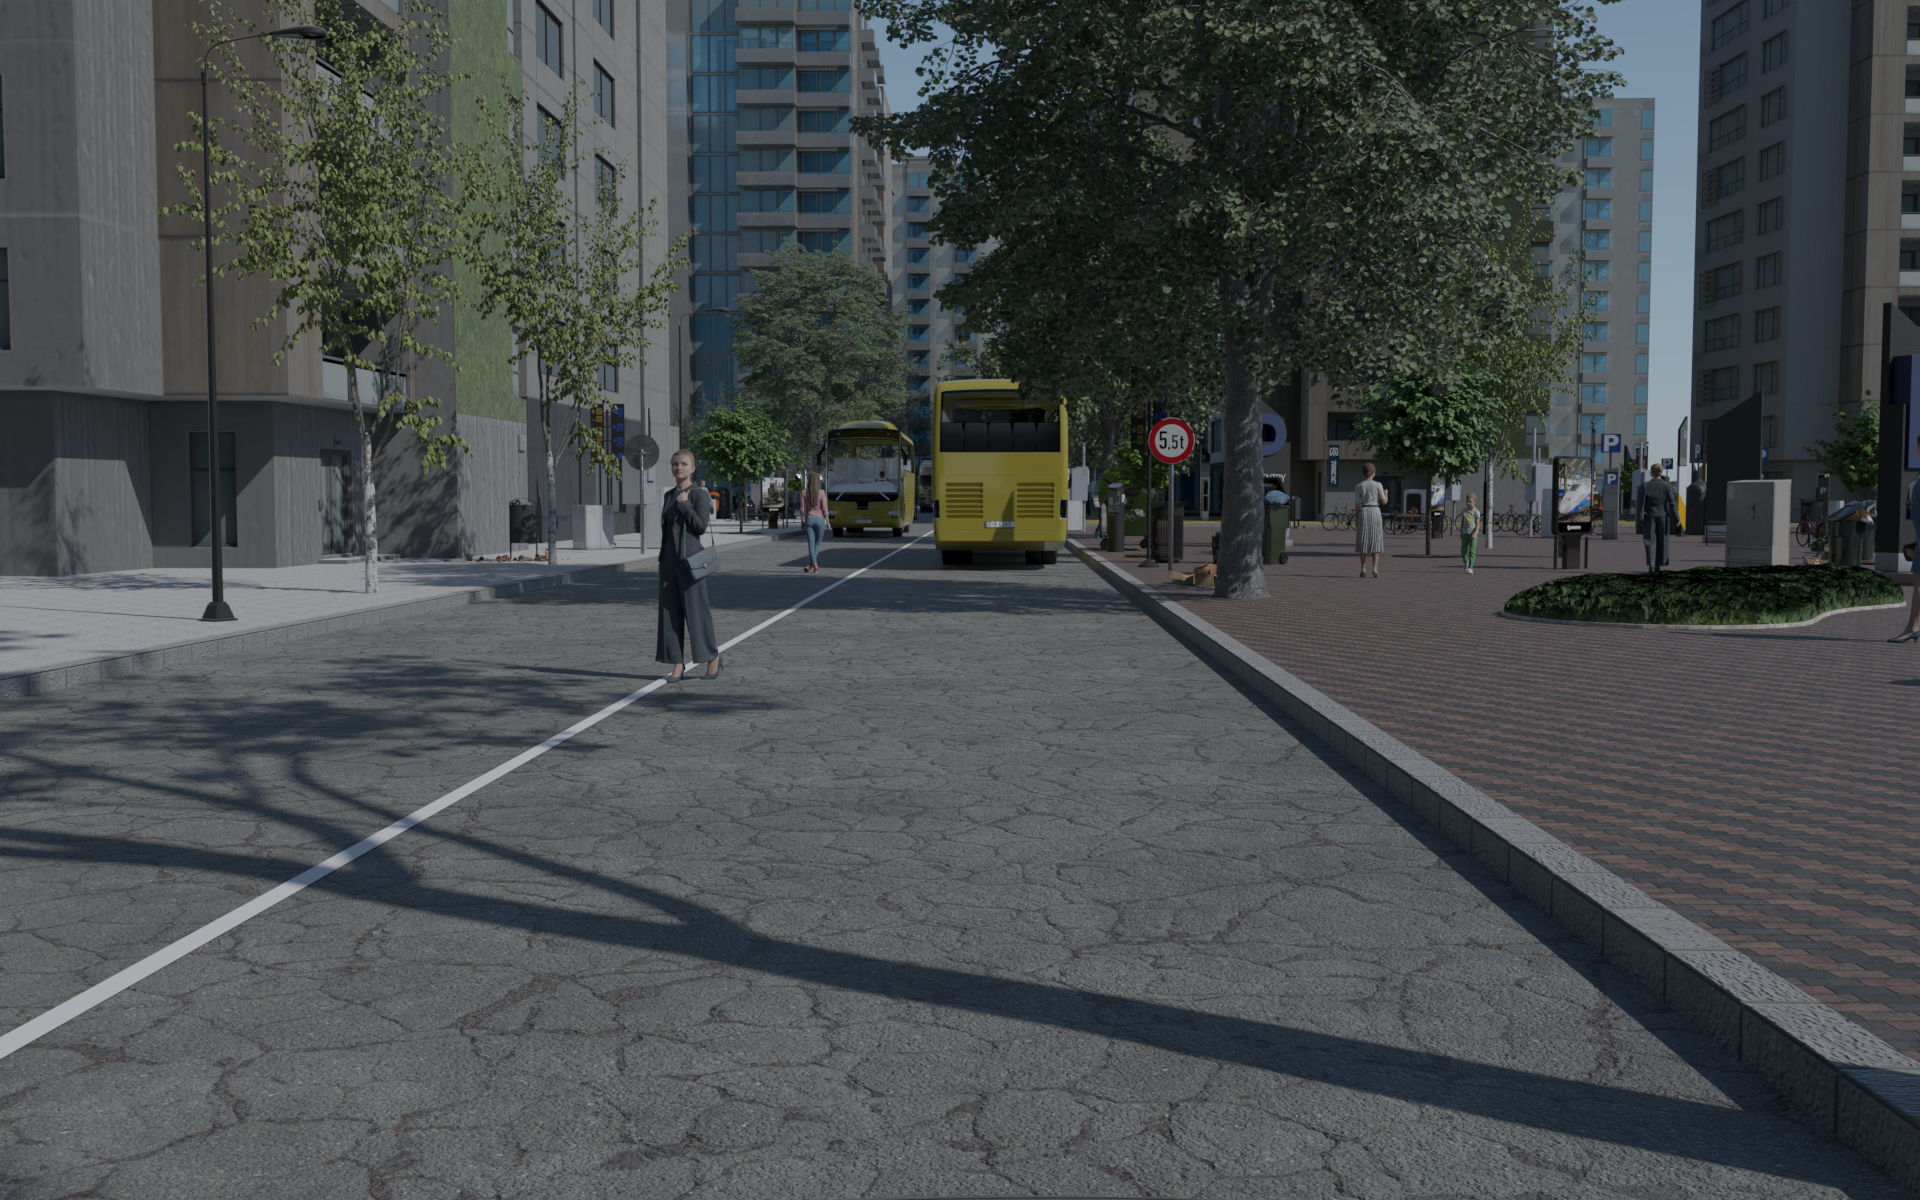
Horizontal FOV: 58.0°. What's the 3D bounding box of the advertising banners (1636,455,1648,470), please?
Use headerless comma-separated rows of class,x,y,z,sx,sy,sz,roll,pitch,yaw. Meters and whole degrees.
advertising banners,31.514,-5.013,78.158,2.074,3.025,0.090,3,5,43

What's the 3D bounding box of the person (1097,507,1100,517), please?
person,7.772,-5.567,96.834,0.659,1.850,0.755,2,4,34

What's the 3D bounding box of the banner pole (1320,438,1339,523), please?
banner pole,16.577,-5.356,77.593,0.863,3.779,0.401,0,4,8

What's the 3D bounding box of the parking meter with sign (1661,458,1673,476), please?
parking meter with sign,33.790,-5.335,83.492,0.543,3.016,1.738,3,5,40

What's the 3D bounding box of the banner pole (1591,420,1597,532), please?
banner pole,21.416,-4.197,58.630,0.401,3.779,0.863,1,4,12

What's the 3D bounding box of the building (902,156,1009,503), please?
building,-5.466,-38.431,247.951,30.456,49.044,23.786,0,4,1

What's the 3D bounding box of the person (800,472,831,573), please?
person,-2.628,-1.405,31.480,0.555,1.821,0.388,-1,4,-11

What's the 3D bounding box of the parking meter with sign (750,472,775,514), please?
parking meter with sign,-11.363,-6.147,96.760,1.738,3.016,0.543,-1,4,-10

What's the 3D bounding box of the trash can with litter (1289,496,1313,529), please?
trash can with litter,12.377,-3.287,64.802,1.678,1.210,2.233,2,4,28

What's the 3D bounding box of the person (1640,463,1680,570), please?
person,11.128,-1.293,27.599,0.576,1.772,0.534,0,4,-2

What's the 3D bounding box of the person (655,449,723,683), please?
person,-2.109,-0.268,13.298,0.576,1.772,0.534,1,4,16

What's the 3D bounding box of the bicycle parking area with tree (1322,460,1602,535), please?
bicycle parking area with tree,16.458,-4.294,57.212,9.016,4.147,8.231,1,4,14

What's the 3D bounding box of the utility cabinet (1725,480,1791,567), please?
utility cabinet,12.502,-1.132,27.184,0.318,1.500,1.173,-1,4,-10

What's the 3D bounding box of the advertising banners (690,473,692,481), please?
advertising banners,-22.464,-9.138,145.598,0.090,3.025,2.074,-1,4,-19

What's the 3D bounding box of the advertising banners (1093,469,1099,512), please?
advertising banners,9.920,-7.696,122.025,0.090,3.025,2.074,-2,4,-28

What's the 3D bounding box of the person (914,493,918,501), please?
person,-5.635,-12.588,212.371,1.217,1.766,0.721,0,4,-3

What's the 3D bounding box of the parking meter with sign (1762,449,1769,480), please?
parking meter with sign,30.399,-4.286,66.341,0.543,3.016,1.738,3,5,40

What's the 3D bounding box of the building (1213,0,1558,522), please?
building,19.922,-19.143,84.683,14.107,30.474,14.160,0,4,1

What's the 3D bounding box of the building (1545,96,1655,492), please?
building,66.822,-36.055,209.103,30.456,49.044,23.786,0,4,1

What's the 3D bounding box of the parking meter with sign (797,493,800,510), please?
parking meter with sign,-13.268,-8.904,141.842,0.543,3.016,1.738,-1,4,-18

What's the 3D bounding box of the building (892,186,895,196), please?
building,-21.138,-34.061,211.524,28.867,44.769,22.147,0,4,1

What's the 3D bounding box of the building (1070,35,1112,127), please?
building,22.329,-34.119,177.459,23.786,49.044,30.456,0,4,1

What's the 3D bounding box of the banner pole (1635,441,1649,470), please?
banner pole,32.500,-5.655,82.481,0.401,3.779,0.863,-2,4,-35

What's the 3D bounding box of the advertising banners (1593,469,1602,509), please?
advertising banners,44.149,-7.525,119.218,2.074,3.025,0.090,-2,4,-29

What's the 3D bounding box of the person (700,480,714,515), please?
person,-9.831,-3.679,66.322,0.709,1.813,0.853,-3,5,-41

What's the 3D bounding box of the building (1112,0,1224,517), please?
building,20.773,-29.601,107.681,21.300,48.544,21.600,0,4,1

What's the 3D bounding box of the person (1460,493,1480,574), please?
person,8.276,-1.090,28.120,0.306,1.304,0.590,1,4,16

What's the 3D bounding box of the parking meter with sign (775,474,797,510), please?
parking meter with sign,-13.169,-8.086,128.460,1.738,3.016,0.543,-3,5,-43

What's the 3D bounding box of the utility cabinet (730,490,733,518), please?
utility cabinet,-12.189,-5.057,91.361,0.318,1.500,1.173,-1,4,-13

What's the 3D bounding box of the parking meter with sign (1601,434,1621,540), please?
parking meter with sign,18.498,-3.241,49.258,0.543,3.016,1.738,1,4,20

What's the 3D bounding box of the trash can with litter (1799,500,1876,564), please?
trash can with litter,14.001,-1.003,27.792,1.055,1.170,0.624,0,4,-1

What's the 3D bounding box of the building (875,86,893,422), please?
building,-14.632,-32.846,187.135,14.600,45.320,14.200,0,4,1

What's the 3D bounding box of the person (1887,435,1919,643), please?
person,8.325,-0.534,14.797,0.654,1.822,0.581,3,4,37

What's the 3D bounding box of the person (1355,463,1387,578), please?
person,6.317,-1.223,26.615,0.480,1.755,0.524,1,4,18

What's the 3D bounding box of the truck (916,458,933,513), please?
truck,-1.710,-8.934,134.984,2.839,4.237,11.283,0,4,2

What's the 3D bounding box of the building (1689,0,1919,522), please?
building,44.786,-24.390,82.375,14.086,41.232,14.154,0,4,1

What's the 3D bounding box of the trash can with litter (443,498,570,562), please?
trash can with litter,-8.744,-1.357,33.239,2.233,1.210,1.678,0,4,-1

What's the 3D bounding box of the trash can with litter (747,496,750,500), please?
trash can with litter,-16.011,-7.262,130.114,0.624,1.170,1.055,-3,4,-38

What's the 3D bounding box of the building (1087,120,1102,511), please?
building,16.854,-22.167,134.135,14.160,30.474,14.107,0,4,1

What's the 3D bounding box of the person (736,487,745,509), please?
person,-11.767,-5.303,93.163,0.534,1.772,0.576,1,4,19

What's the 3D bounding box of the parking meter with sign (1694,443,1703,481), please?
parking meter with sign,26.282,-3.882,59.737,1.738,3.016,0.543,0,4,1

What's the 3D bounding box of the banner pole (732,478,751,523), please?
banner pole,-9.845,-5.369,77.797,0.863,3.779,0.401,0,4,5

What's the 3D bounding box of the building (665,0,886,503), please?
building,-18.621,-33.346,164.821,23.786,49.044,30.456,0,4,1
